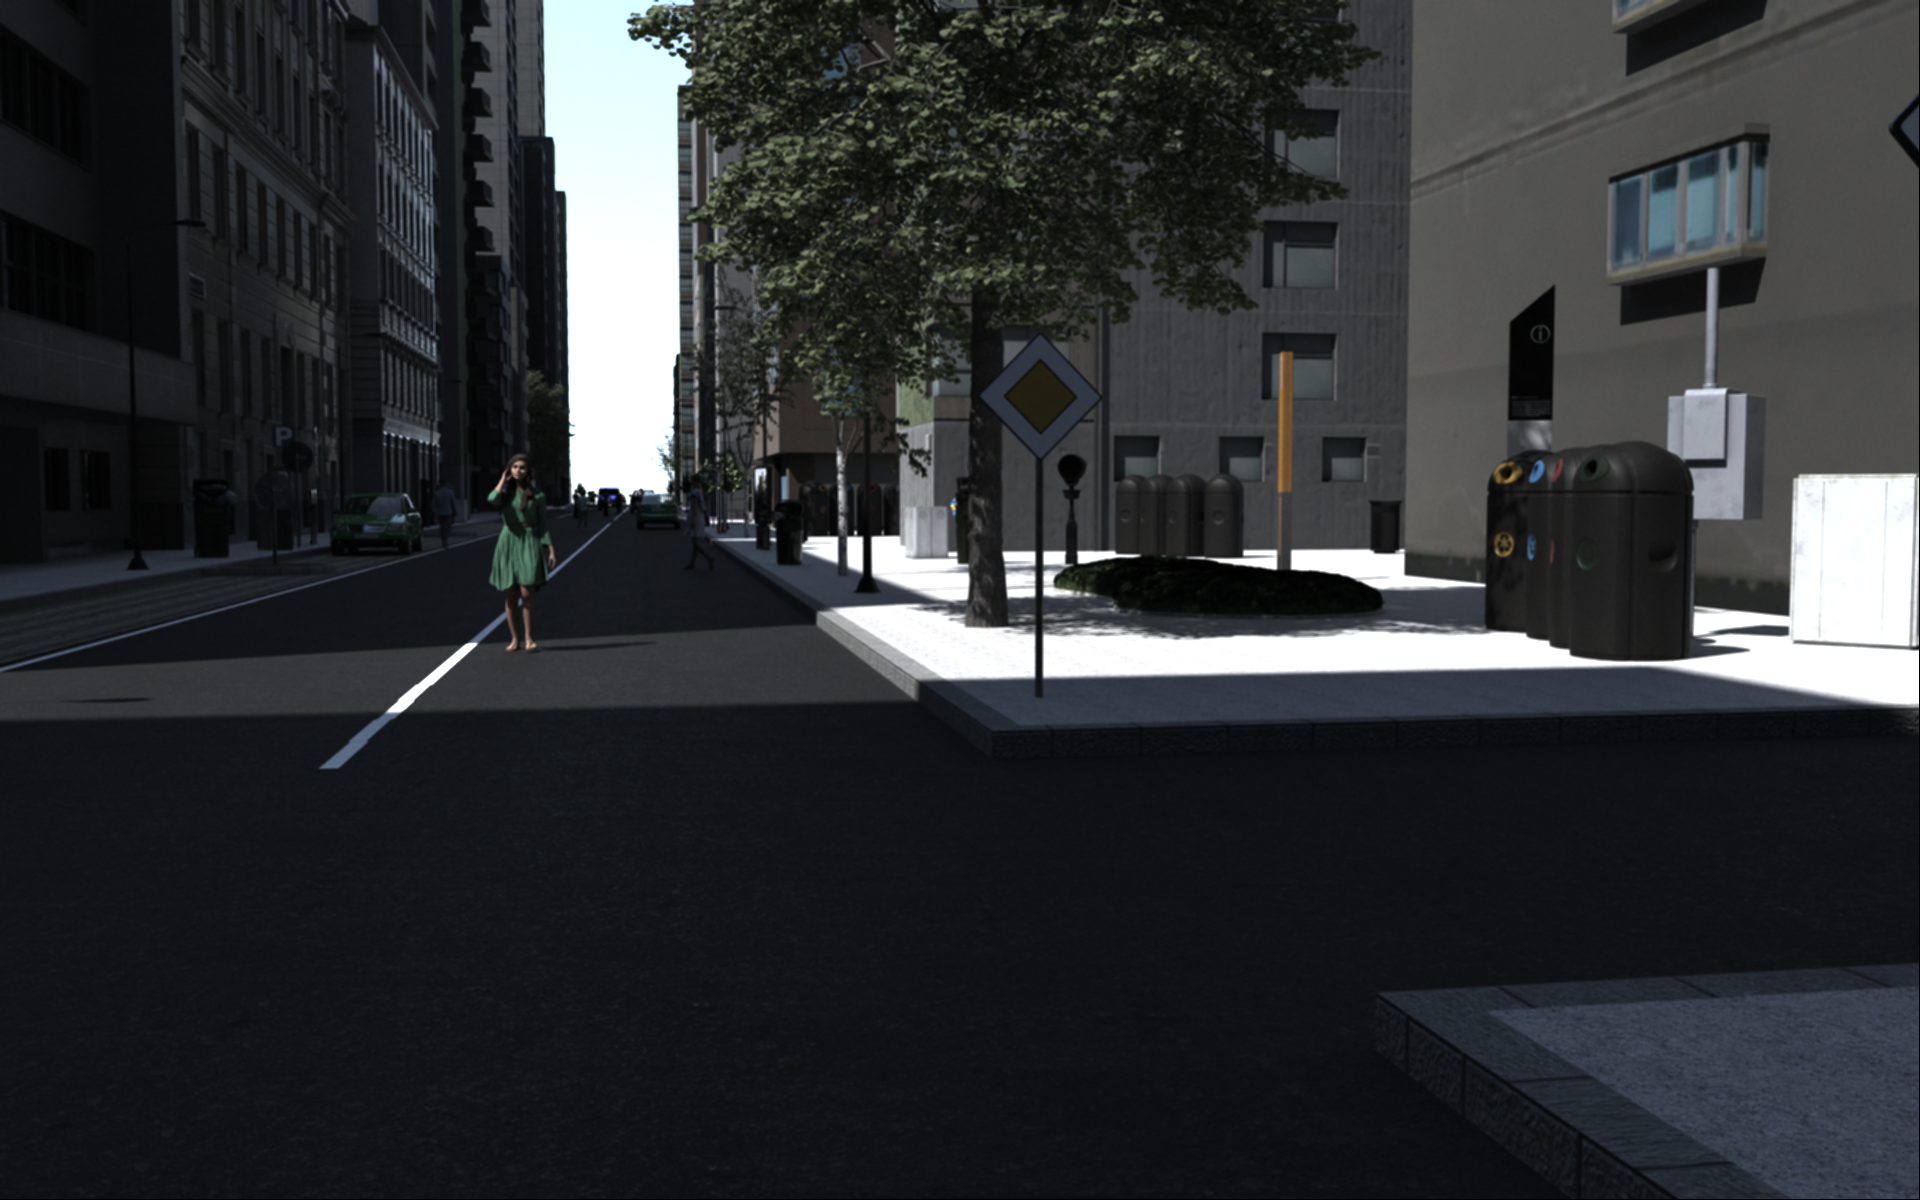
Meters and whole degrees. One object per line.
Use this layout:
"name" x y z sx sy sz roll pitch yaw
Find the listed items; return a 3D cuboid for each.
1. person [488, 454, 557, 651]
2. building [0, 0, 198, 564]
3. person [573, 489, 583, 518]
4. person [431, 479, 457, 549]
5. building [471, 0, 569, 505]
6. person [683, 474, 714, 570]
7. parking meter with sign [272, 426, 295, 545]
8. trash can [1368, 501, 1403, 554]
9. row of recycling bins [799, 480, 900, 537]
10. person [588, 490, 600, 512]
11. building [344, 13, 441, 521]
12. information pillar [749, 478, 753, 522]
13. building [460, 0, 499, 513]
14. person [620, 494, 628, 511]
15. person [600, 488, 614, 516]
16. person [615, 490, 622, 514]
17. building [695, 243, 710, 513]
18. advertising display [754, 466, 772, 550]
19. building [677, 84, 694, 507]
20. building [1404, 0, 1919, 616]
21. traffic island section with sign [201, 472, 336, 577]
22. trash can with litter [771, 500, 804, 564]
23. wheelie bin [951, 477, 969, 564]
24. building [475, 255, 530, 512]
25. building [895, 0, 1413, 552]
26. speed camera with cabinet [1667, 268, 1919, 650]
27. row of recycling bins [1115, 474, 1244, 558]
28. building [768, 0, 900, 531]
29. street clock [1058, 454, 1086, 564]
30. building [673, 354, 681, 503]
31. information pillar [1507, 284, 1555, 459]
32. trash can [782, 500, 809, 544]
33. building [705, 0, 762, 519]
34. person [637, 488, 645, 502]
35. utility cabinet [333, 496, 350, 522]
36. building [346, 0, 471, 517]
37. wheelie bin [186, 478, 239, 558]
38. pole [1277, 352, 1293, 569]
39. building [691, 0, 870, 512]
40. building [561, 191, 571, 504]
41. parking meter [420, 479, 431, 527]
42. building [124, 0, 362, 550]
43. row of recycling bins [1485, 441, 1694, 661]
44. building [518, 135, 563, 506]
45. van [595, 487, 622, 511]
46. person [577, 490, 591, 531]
"person" -3.995 -0.430 15.780 0.600 1.795 0.529 -1 4 -18
"building" -21.185 -12.425 22.212 14.314 24.678 30.058 -1 4 -10
"person" -22.544 -5.694 102.405 0.742 1.727 0.445 0 4 3
"person" -13.658 -2.286 45.732 0.638 1.841 0.748 0 4 4
"building" -57.844 -47.017 206.986 20.563 71.187 20.611 -1 4 -10
"person" -4.918 -1.478 32.762 0.778 1.811 0.616 2 4 31
"parking meter with sign" -16.990 -2.887 43.471 0.543 3.016 1.738 -1 4 -18
"trash can" 9.186 -1.576 37.426 0.748 1.137 0.748 0 3 0
"row of recycling bins" -3.219 -2.811 53.074 3.534 1.692 1.069 -1 4 -22
"person" -29.170 -7.863 137.768 1.217 1.736 0.721 -1 4 -17
"building" -27.770 -13.652 72.358 9.793 20.994 18.267 -1 4 -10
"information pillar" -9.655 -4.569 79.194 0.304 2.012 0.304 -1 4 -14
"building" -41.176 -27.748 108.306 22.147 44.769 28.867 -1 4 -10
"person" -28.142 -8.088 143.996 1.065 1.426 0.557 0 4 -3
"person" -22.771 -6.298 111.476 1.348 1.823 0.705 3 5 41
"person" -25.024 -7.198 126.736 0.434 1.755 0.990 -3 4 -39
"building" -5.940 -17.646 133.555 27.650 21.520 28.899 -1 4 -10
"advertising display" -4.558 -2.131 40.057 0.123 1.923 0.974 -2 4 -24
"building" -21.766 -30.216 177.632 14.154 41.232 14.086 -1 4 -10
"building" 18.119 -24.449 23.449 21.600 48.544 21.300 -1 4 -10
"traffic island section with sign" -12.284 -1.364 30.924 1.989 1.847 2.006 -1 4 -10
"trash can with litter" -3.199 -1.242 31.687 0.624 1.170 1.055 -1 4 -12
"wheelie bin" 0.286 -1.468 31.902 0.980 1.594 0.693 1 4 10
"building" -49.349 -17.882 137.404 27.650 21.520 28.899 -1 4 -10
"building" 5.100 -22.100 44.937 14.154 41.232 14.086 -1 4 -10
"speed camera with cabinet" 7.241 -1.261 14.958 2.038 3.252 0.660 3 5 41
"row of recycling bins" 4.497 -1.761 35.904 1.069 1.692 3.534 -2 4 -35
"building" -0.667 -25.451 66.229 14.600 45.320 14.200 -1 4 -10
"street clock" 2.036 -1.652 31.575 0.471 2.002 0.358 1 4 20
"building" -23.792 -23.528 229.727 27.650 21.520 28.899 -1 4 -10
"information pillar" 6.416 -1.719 19.468 0.504 3.616 0.183 1 4 9
"trash can" -4.258 -2.036 44.943 0.748 1.137 0.748 0 3 0
"building" -4.402 -34.251 102.007 21.231 58.520 28.212 -1 4 -10
"person" -21.647 -6.660 117.261 0.599 1.838 0.709 1 4 12
"utility cabinet" -18.696 -2.569 53.172 1.020 1.237 0.306 0 4 1
"building" -33.098 -24.724 87.835 14.154 41.232 14.086 -1 4 -10
"wheelie bin" -15.130 -1.663 35.095 0.980 1.594 0.693 -2 4 -30
"pole" 4.688 -1.904 24.975 0.158 3.312 0.155 0 3 0
"building" -16.396 -30.745 152.791 14.600 45.320 14.200 -1 4 -10
"building" -58.465 -33.161 225.777 14.154 41.232 14.086 -1 4 -10
"parking meter" -20.710 -3.754 67.091 0.255 1.863 0.399 0 4 7
"building" -25.547 -15.450 49.873 12.463 27.353 25.104 -1 4 -10
"row of recycling bins" 5.386 -0.480 14.959 1.069 1.692 3.534 0 4 3
"building" -51.975 -31.056 191.367 14.154 41.232 14.086 -1 4 -10
"van" -30.133 -8.836 148.847 2.240 2.365 5.245 -1 4 -9
"person" -14.677 -3.504 67.593 0.589 1.601 0.330 1 4 8
